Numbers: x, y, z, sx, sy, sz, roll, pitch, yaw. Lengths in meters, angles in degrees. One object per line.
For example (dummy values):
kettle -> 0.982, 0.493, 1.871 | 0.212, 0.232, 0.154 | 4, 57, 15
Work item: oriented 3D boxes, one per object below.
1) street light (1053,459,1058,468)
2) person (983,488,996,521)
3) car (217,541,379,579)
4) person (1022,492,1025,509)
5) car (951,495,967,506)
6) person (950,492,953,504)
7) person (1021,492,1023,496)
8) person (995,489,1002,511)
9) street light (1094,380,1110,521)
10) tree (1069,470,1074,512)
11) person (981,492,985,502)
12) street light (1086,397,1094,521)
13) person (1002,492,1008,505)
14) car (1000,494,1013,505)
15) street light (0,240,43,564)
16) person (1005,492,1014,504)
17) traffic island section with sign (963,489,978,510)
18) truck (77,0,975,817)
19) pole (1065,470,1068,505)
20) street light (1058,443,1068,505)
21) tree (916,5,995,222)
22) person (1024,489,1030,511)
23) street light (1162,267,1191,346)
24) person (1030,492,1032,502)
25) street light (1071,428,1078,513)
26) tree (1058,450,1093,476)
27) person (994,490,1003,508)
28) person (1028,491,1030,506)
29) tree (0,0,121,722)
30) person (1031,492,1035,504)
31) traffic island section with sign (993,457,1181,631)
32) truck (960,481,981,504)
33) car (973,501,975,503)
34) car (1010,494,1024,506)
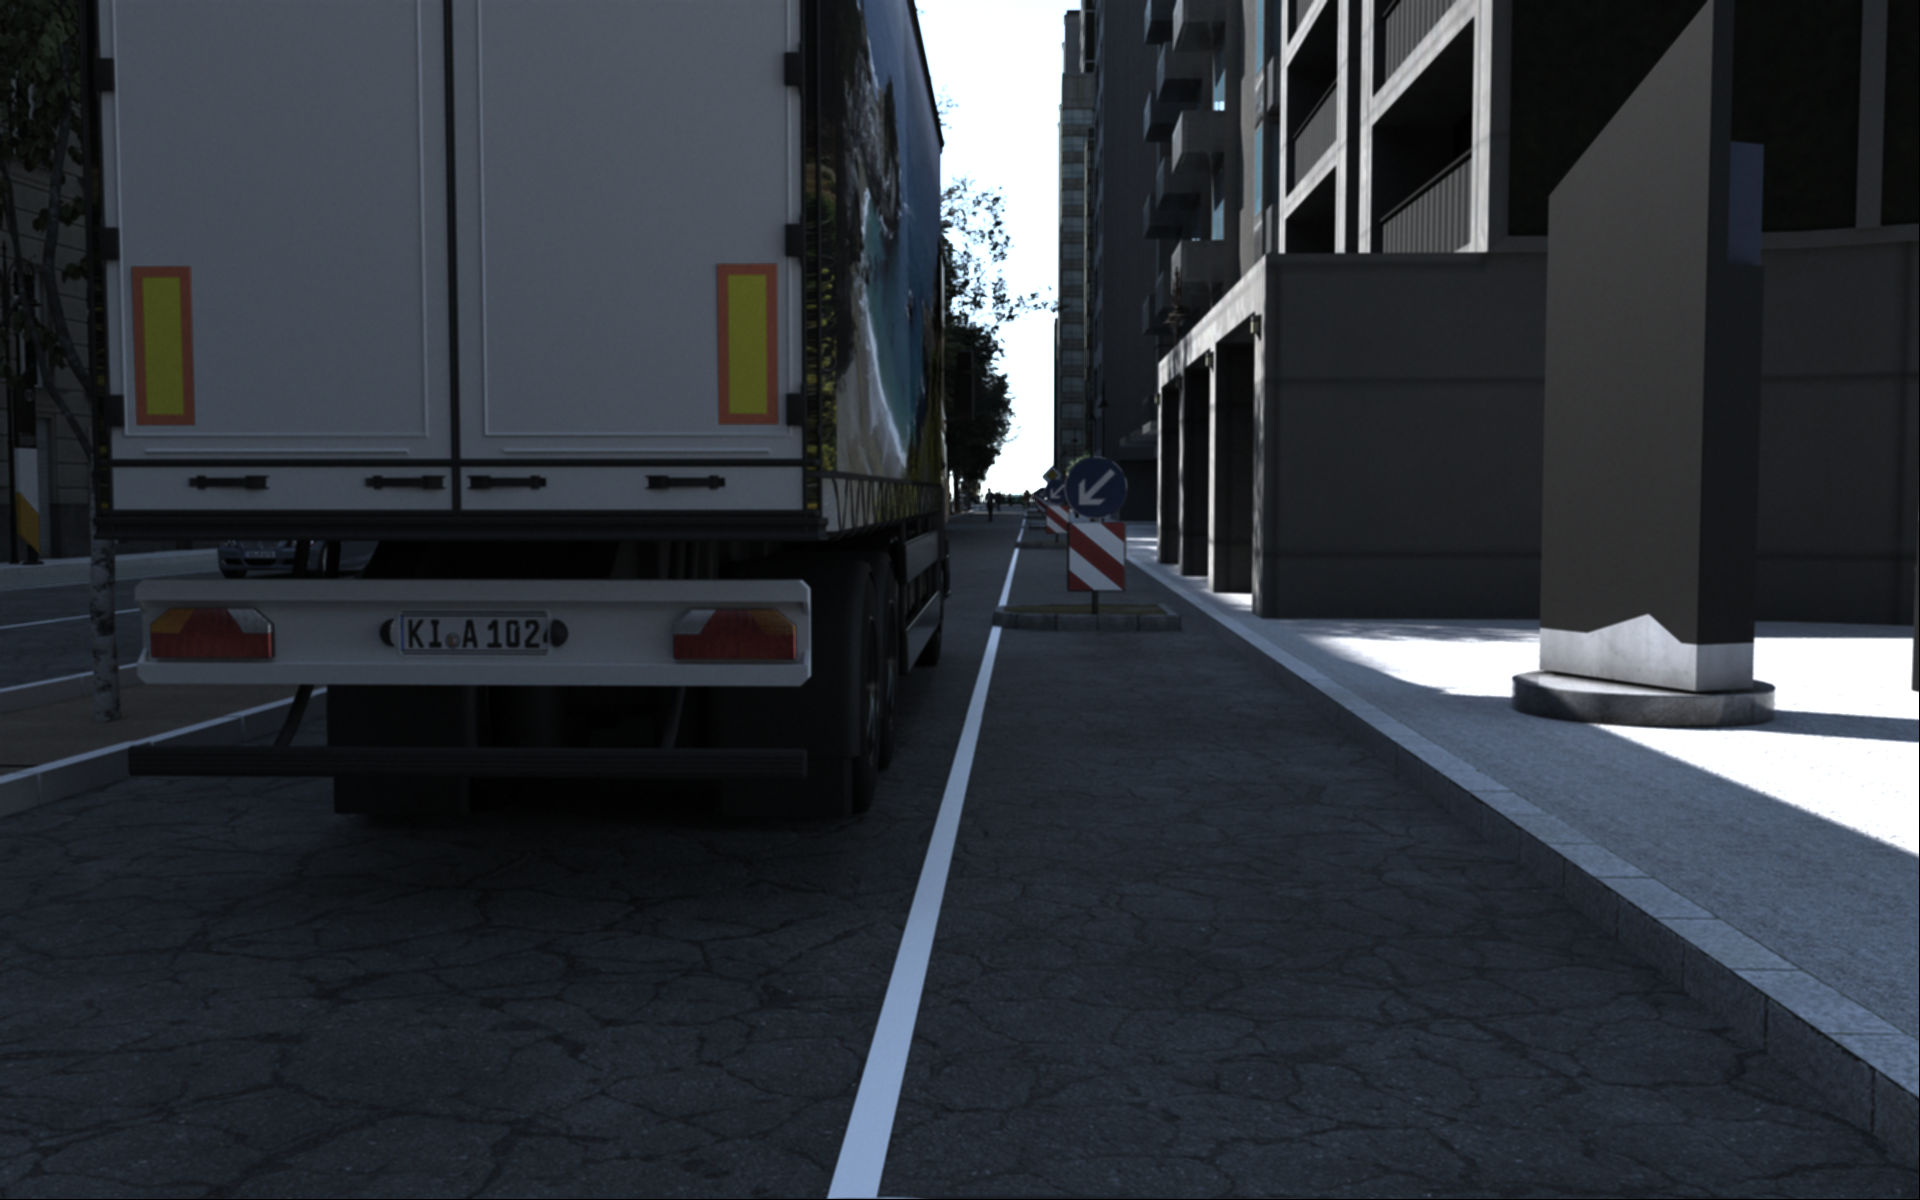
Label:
street light -> 10.920, -13.588, 194.946 | 0.468, 5.910, 1.993 | 0, 4, 2
person -> 1.539, -5.011, 90.824 | 0.661, 1.777, 0.834 | 1, 4, 18
car -> -11.393, -1.132, 30.511 | 2.014, 1.417, 4.499 | 0, 4, 2
person -> 5.929, -9.240, 161.039 | 0.415, 1.643, 0.593 | -1, 4, -17
car -> -0.010, -11.562, 201.617 | 1.945, 1.354, 3.894 | 0, 4, 3
person -> -1.429, -15.421, 261.345 | 1.217, 1.743, 0.721 | 2, 4, 29
person -> 10.910, -18.257, 307.136 | 0.705, 1.807, 1.348 | 2, 4, 33
person -> 3.369, -8.551, 148.091 | 0.659, 1.850, 0.755 | 3, 4, 36
street light -> 5.795, -5.957, 70.179 | 0.468, 5.910, 1.993 | 0, 4, 2
tree -> 7.994, -7.830, 122.620 | 1.663, 3.219, 1.824 | 0, 3, 0
person -> 4.033, -18.415, 309.606 | 0.705, 1.821, 1.348 | 2, 4, 27
street light -> 6.274, -6.718, 82.620 | 0.468, 5.910, 1.993 | 0, 4, 2
person -> 5.488, -12.856, 219.404 | 1.217, 1.735, 0.721 | -1, 4, -14
car -> 5.955, -13.214, 224.848 | 1.959, 1.807, 4.718 | 0, 4, 1
street light -> -17.420, -3.605, 31.735 | 0.468, 5.910, 1.993 | 0, 4, 2
person -> 5.793, -11.802, 202.248 | 1.217, 1.735, 0.721 | 1, 4, 20
traffic island section with sign -> 0.619, -8.904, 153.723 | 2.006, 1.907, 1.989 | 0, 4, 2
truck -> -1.436, -1.357, 11.101 | 2.839, 4.237, 11.283 | 0, 4, 2
pole -> 8.752, -9.051, 141.831 | 0.158, 3.312, 0.155 | 0, 3, 0
street light -> 9.520, -11.453, 160.045 | 0.468, 5.910, 1.993 | 0, 4, 2
tree -> -4.577, -7.285, 31.938 | 12.009, 13.543, 11.850 | 0, 3, 0
person -> 5.210, -7.771, 135.531 | 0.573, 1.828, 0.580 | -1, 4, -22
street light -> 4.405, -3.827, 35.354 | 0.468, 5.910, 1.993 | 0, 4, 2
person -> 12.817, -18.501, 311.071 | 1.350, 1.814, 0.705 | 2, 4, 25
street light -> 7.825, -8.887, 118.091 | 0.468, 5.910, 1.993 | 0, 4, 2
tree -> 9.474, -8.852, 128.444 | 4.285, 4.588, 4.351 | 0, 3, 0
person -> 3.780, -10.370, 178.125 | 1.350, 1.814, 0.705 | -1, 4, -11
person -> 7.331, -10.816, 185.470 | 0.705, 1.807, 1.348 | -1, 4, -14
tree -> -5.390, -3.550, 10.858 | 4.737, 8.622, 4.395 | 0, 3, 0
person -> 10.187, -14.143, 240.454 | 1.217, 1.743, 0.721 | 0, 4, -1
traffic island section with sign -> 1.365, -0.642, 19.121 | 1.989, 1.847, 2.006 | 0, 4, 2
truck -> 1.490, -15.494, 249.257 | 3.469, 3.379, 9.791 | 0, 4, 4
car -> 1.494, -15.682, 268.755 | 2.083, 1.381, 4.827 | 0, 4, 1
car -> 7.051, -12.586, 214.583 | 1.959, 1.807, 4.718 | 0, 4, 2
